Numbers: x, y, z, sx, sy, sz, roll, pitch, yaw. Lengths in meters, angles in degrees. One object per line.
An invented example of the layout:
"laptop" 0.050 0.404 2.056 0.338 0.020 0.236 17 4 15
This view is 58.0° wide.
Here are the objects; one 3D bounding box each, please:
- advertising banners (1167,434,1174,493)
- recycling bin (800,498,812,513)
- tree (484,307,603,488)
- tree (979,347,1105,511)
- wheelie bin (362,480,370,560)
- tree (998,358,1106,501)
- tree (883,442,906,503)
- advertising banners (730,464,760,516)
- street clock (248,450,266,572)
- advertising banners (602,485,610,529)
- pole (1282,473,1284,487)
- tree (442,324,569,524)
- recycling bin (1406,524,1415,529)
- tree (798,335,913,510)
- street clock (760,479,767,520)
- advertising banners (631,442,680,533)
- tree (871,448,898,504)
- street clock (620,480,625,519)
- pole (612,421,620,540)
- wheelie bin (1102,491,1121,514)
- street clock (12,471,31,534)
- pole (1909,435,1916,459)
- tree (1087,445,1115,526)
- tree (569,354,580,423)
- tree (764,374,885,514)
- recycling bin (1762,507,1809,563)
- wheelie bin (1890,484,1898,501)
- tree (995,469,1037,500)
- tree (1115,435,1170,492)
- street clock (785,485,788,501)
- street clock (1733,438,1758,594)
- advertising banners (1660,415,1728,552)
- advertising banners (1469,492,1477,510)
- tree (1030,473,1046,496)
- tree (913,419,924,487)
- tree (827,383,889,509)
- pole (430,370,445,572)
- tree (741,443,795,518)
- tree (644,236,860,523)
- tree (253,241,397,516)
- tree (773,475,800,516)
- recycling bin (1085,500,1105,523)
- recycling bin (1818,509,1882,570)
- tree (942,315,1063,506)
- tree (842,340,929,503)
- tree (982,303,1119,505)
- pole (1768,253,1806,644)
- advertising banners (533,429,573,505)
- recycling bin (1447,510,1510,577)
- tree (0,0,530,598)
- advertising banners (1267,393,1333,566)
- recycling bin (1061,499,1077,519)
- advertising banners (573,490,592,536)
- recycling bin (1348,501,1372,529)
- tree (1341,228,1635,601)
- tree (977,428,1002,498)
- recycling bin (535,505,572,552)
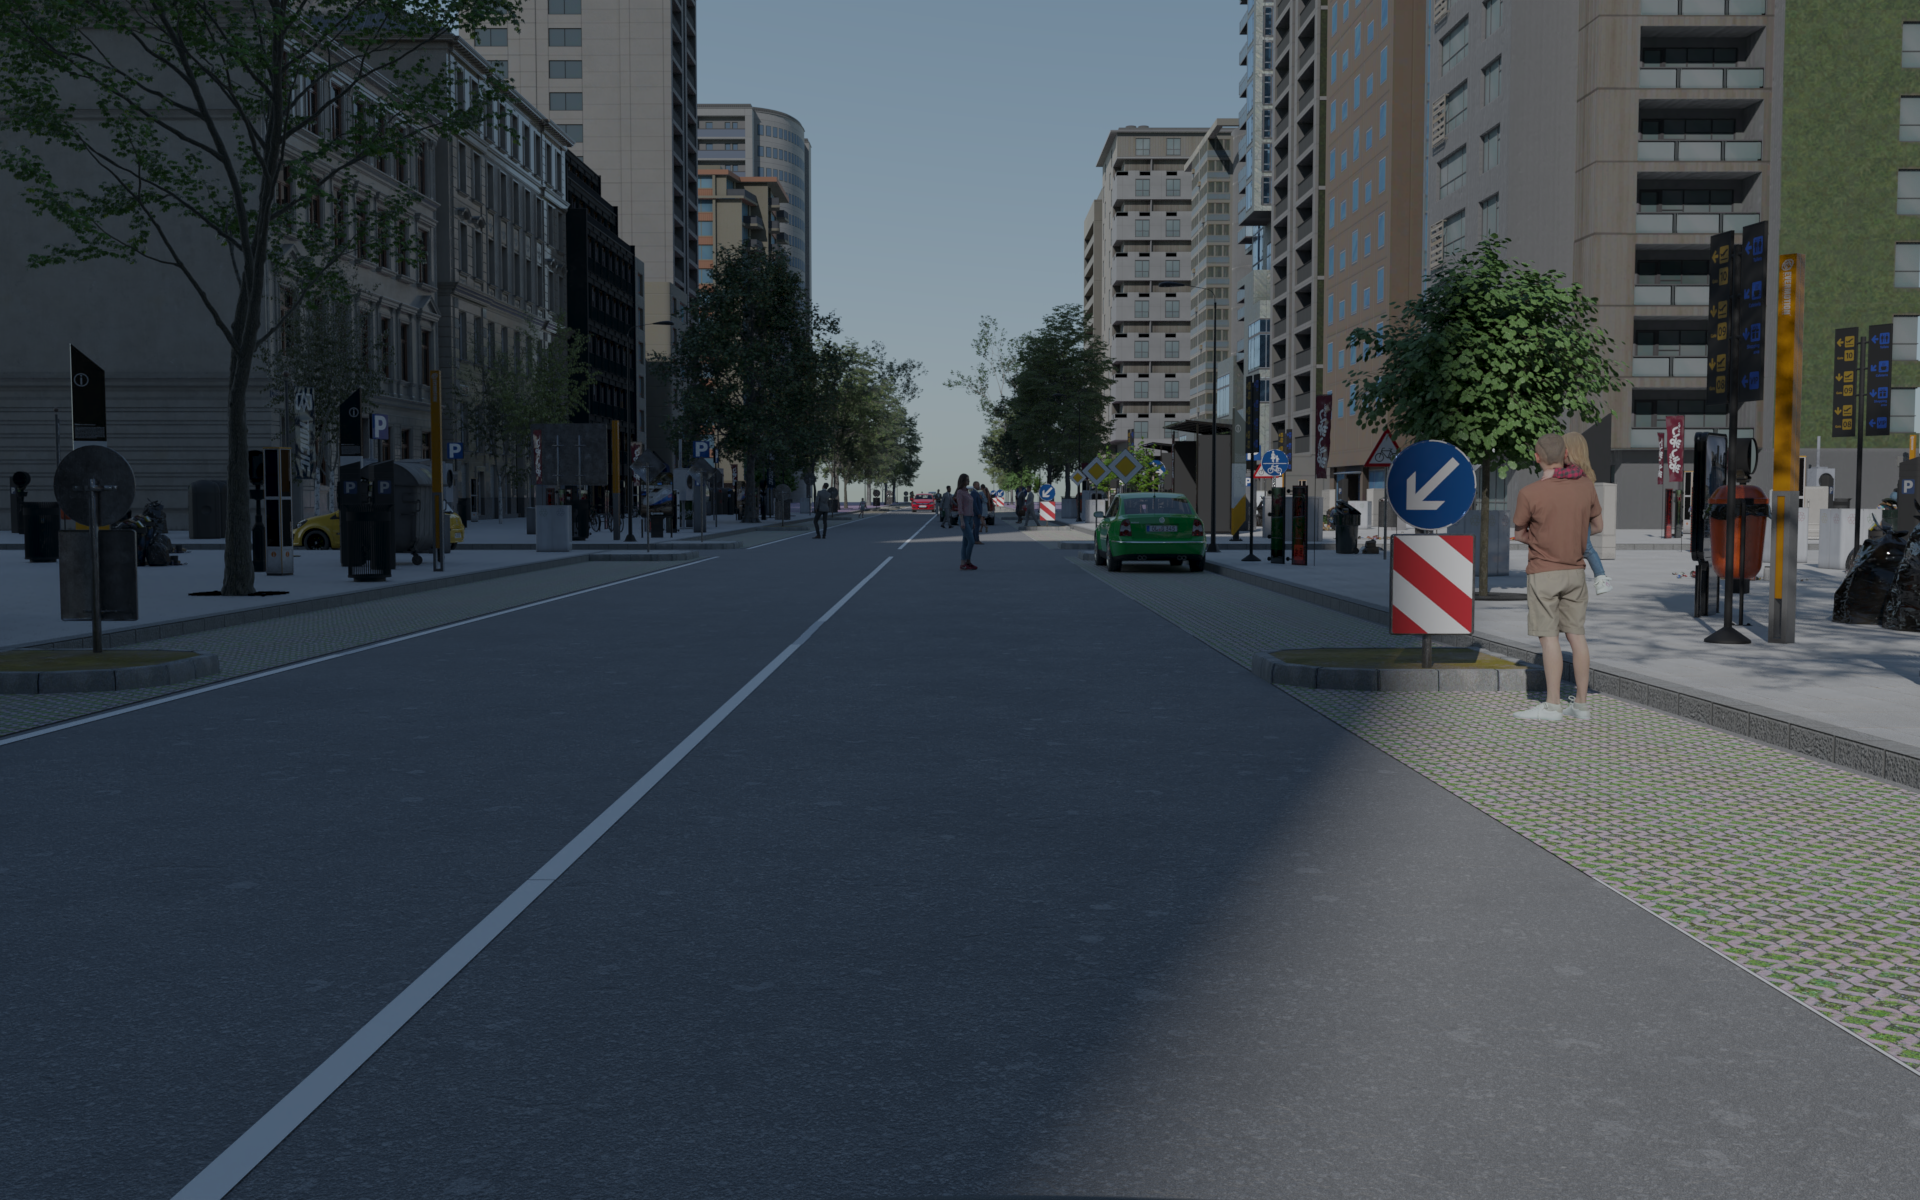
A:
"advertising banners" 6.115 -3.304 50.204 0.090 3.025 2.074 1 4 10
"recycling bin" -10.216 -6.249 114.730 0.722 1.027 0.722 0 4 -1
"tree" -16.122 -7.156 67.361 4.737 8.622 4.395 0 3 0
"tree" 6.651 -13.024 129.946 9.611 12.733 9.660 0 3 0
"wheelie bin" -11.502 -1.576 33.673 0.693 1.594 0.980 0 4 -6
"tree" 6.222 -11.028 114.716 8.767 10.594 7.601 3 5 43
"tree" -9.179 -17.744 240.476 4.737 8.622 4.395 0 3 0
"advertising banners" -12.556 -6.426 101.250 2.074 3.025 0.090 -3 5 -41
"street clock" -11.549 -1.464 28.514 0.471 2.002 0.358 0 4 -2
"advertising banners" -12.951 -4.103 63.279 0.090 3.025 2.074 0 4 -5
"pole" 19.242 -6.699 103.378 0.158 3.312 0.155 0 3 0
"tree" -19.857 -7.568 74.101 4.360 8.622 3.978 0 3 0
"recycling bin" 16.577 -3.153 64.109 0.722 1.027 0.722 2 4 23
"tree" -9.816 -14.192 138.688 9.857 13.997 8.962 0 3 0
"street clock" -9.664 -4.934 85.235 0.358 2.002 0.471 1 4 16
"advertising banners" -10.144 -3.749 57.486 2.074 3.025 0.090 2 4 32
"tree" -10.224 -17.004 228.382 4.360 8.622 3.978 0 3 0
"street clock" -17.524 -5.220 89.918 0.358 2.002 0.471 0 4 -3
"pole" -9.548 -3.318 48.093 0.158 3.312 0.155 0 3 0
"wheelie bin" 7.000 -4.407 79.963 0.980 1.594 0.693 2 4 34
"street clock" -29.857 -3.094 55.149 0.471 2.002 0.358 0 4 2
"pole" 32.878 -4.036 59.835 0.158 3.312 0.155 0 3 0
"tree" 5.856 -4.542 68.855 1.663 3.219 1.824 0 3 0
"tree" -20.028 -8.096 82.737 4.360 8.622 3.978 0 3 0
"tree" -9.659 -11.873 128.537 8.767 10.594 7.601 0 4 1
"recycling bin" 15.372 -1.218 32.463 0.722 1.027 0.722 0 4 -4
"wheelie bin" 28.207 -2.679 51.709 0.980 1.594 0.693 -1 4 -14
"tree" 5.770 -11.170 166.349 4.285 4.588 4.351 0 3 0
"tree" 6.093 -3.819 57.035 1.663 3.219 1.824 0 3 0
"street clock" -9.701 -5.582 95.840 0.471 2.002 0.358 -1 4 -12
"street clock" 10.081 -1.086 22.325 0.358 2.002 0.471 3 5 41
"advertising banners" 16.188 -2.543 37.760 0.090 3.025 2.074 -2 4 -26
"advertising banners" 17.776 -3.915 60.204 0.090 3.025 2.074 2 4 26
"tree" 6.486 -9.262 146.043 1.663 3.219 1.824 0 3 0
"tree" -10.251 -17.469 192.277 9.857 13.997 8.962 0 3 0
"tree" -10.098 -13.928 153.470 9.928 11.665 9.643 0 3 0
"pole" -8.649 -2.129 28.649 0.158 3.312 0.155 0 3 0
"tree" -10.110 -6.677 92.883 4.285 4.588 4.351 0 3 0
"tree" -9.315 -9.790 77.072 9.611 12.733 9.660 0 3 0
"tree" -18.493 -6.085 49.849 4.360 8.622 3.978 0 3 0
"tree" -10.101 -6.426 99.671 1.663 3.219 1.824 0 3 0
"recycling bin" 5.961 -3.906 76.412 0.722 1.027 0.722 -1 4 -14
"recycling bin" 15.210 -1.043 29.603 0.722 1.027 0.722 0 4 -5
"tree" 4.979 -20.061 183.885 12.611 20.169 13.585 0 3 0
"tree" -10.459 -22.018 215.890 12.611 20.169 13.585 0 3 0
"tree" 6.108 -11.336 103.476 7.486 12.596 7.792 0 3 0
"pole" 7.079 -1.283 14.828 0.158 3.312 0.155 0 3 0
"advertising banners" -10.942 -3.065 46.294 0.090 3.025 2.074 -3 4 -38
"recycling bin" 8.161 -0.900 27.277 0.722 1.027 0.722 -3 5 -39
"tree" -8.973 -5.863 21.609 9.928 11.665 9.643 0 3 0
"advertising banners" 6.109 -2.139 31.155 0.090 3.025 2.074 -1 4 -20
"recycling bin" 5.817 -4.802 91.068 0.722 1.027 0.722 -3 5 -40
"advertising banners" -11.976 -3.466 52.861 2.074 3.025 0.090 3 4 38
"recycling bin" 14.576 -3.094 63.140 0.722 1.027 0.722 2 4 26
"tree" 6.548 -2.298 21.285 4.285 4.588 4.351 0 3 0
"tree" 6.213 -20.932 267.986 9.928 11.665 9.643 0 3 0
"recycling bin" -9.062 -1.596 38.655 0.722 1.027 0.722 0 4 -7
